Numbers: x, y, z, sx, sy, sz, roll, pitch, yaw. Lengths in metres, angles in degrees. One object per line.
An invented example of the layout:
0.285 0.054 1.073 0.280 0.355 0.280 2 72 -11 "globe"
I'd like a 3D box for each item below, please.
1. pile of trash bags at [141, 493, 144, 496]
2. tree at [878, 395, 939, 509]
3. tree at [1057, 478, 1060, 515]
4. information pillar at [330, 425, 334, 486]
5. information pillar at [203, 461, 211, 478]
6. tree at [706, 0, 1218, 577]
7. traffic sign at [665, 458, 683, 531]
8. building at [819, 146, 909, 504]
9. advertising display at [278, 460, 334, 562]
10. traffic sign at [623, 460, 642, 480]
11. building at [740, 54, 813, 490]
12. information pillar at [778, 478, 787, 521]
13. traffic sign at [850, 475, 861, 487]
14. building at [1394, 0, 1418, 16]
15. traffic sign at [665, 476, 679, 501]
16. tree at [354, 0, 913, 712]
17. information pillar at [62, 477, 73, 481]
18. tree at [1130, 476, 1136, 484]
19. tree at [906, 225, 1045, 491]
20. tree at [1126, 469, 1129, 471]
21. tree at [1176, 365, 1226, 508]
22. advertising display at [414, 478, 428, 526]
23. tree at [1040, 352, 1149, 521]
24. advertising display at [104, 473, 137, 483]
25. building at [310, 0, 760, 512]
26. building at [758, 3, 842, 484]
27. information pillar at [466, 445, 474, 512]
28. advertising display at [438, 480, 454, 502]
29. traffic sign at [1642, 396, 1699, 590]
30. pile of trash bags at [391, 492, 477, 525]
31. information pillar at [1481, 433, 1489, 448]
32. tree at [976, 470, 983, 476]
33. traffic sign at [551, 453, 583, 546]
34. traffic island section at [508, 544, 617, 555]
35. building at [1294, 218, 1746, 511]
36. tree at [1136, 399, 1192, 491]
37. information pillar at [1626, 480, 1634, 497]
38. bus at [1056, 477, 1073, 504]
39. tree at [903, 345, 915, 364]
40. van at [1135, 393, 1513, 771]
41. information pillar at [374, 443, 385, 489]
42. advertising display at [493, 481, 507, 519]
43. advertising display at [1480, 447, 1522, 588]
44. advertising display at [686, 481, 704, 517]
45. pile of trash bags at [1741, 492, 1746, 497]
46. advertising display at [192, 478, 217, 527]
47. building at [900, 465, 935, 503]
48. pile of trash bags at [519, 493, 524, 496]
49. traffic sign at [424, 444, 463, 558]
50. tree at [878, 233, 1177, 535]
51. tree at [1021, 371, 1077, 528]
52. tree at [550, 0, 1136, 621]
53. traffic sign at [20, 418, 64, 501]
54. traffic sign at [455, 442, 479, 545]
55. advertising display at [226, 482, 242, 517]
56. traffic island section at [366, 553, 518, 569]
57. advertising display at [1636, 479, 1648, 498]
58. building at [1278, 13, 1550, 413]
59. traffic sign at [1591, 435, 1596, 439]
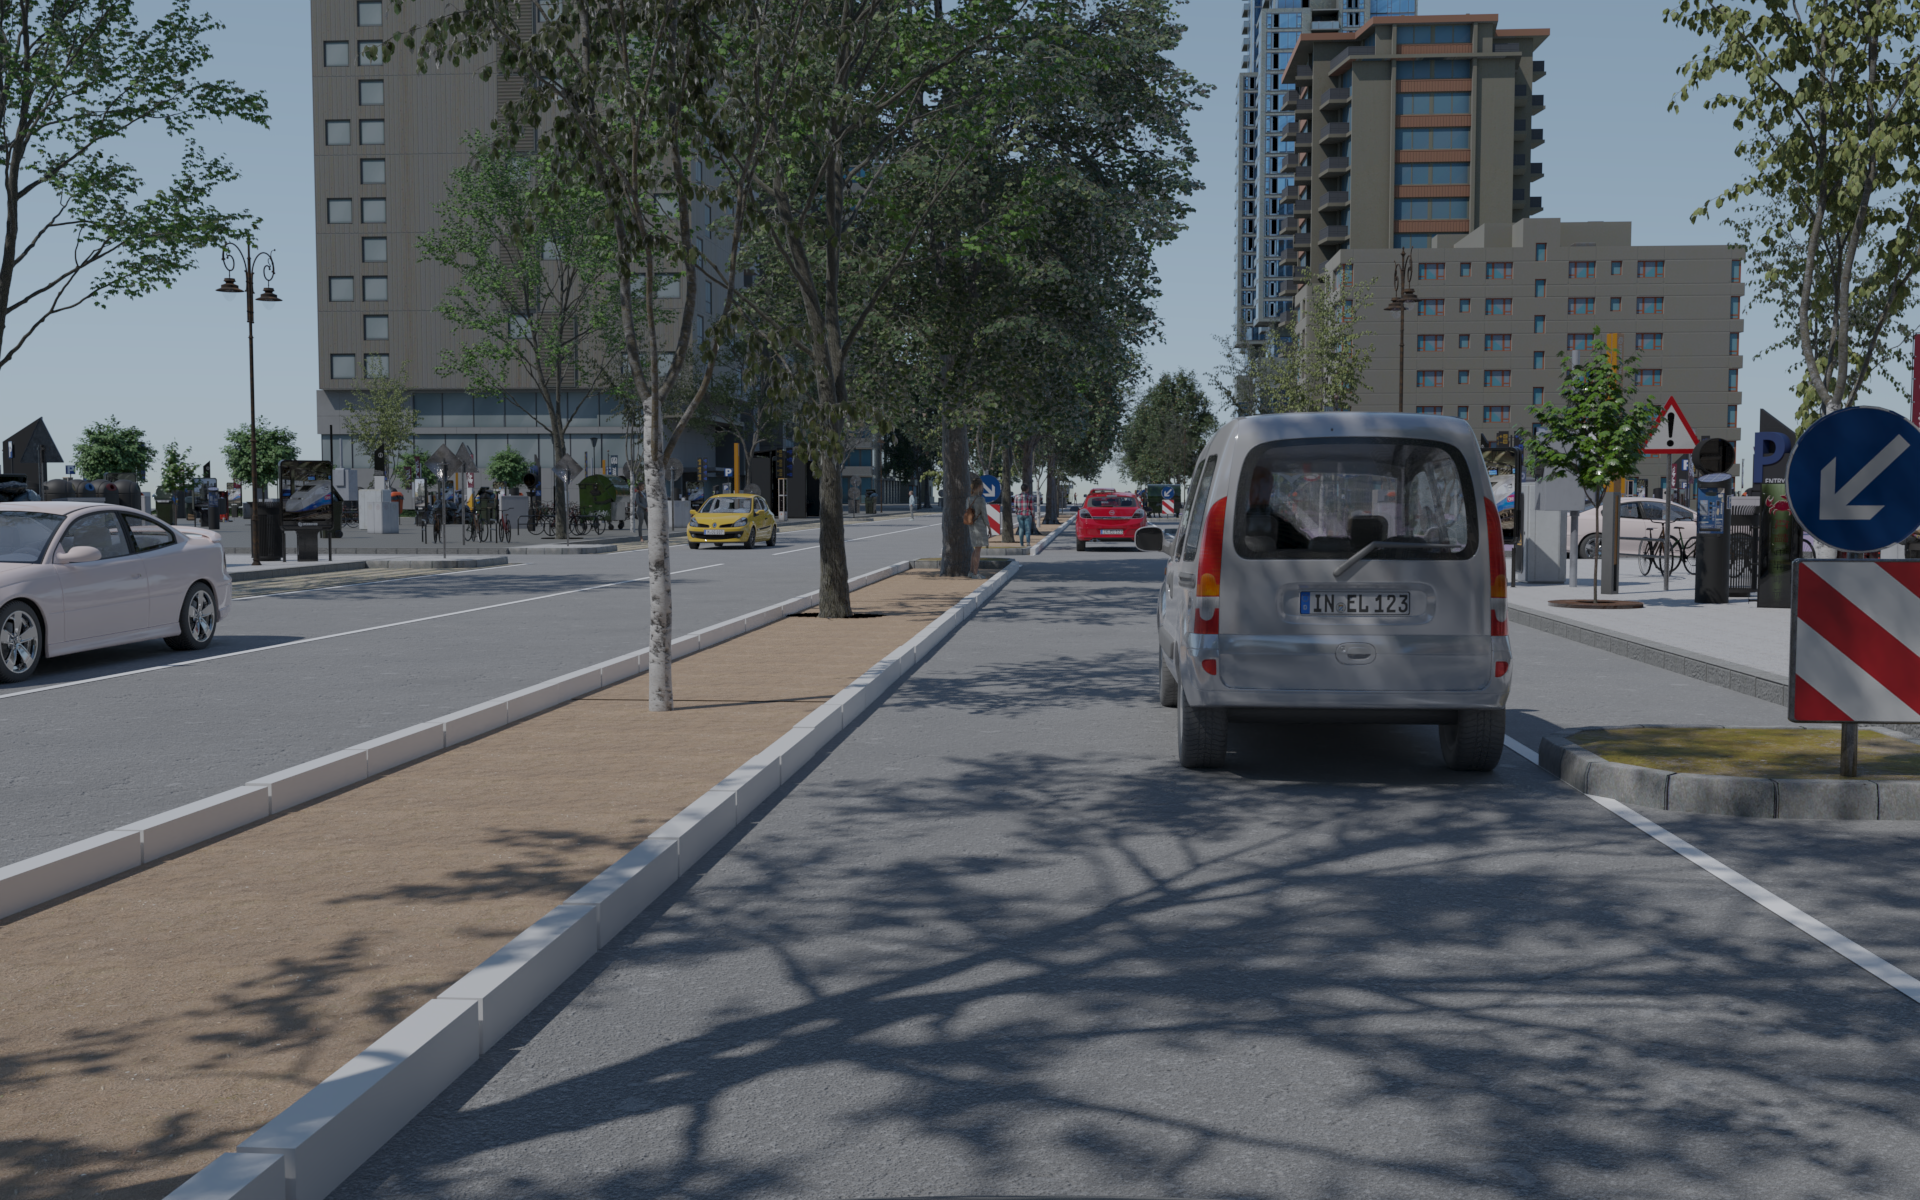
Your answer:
-44.093 -4.941 90.530 1.912 1.369 3.447 1 4 22 "pile of trash bags"
-3.296 -13.090 148.431 8.767 10.594 7.601 1 4 16 "tree"
6.327 -10.782 113.158 8.767 10.594 7.601 0 4 5 "tree"
-21.241 -4.113 58.604 0.183 3.616 0.504 -1 4 -19 "information pillar"
-52.121 -7.865 119.949 0.504 3.616 0.183 -1 4 -10 "information pillar"
-0.013 -7.371 29.621 9.857 13.997 8.962 0 3 0 "tree"
-10.016 -3.686 60.367 0.768 2.556 0.104 1 4 11 "traffic sign"
-19.370 -37.230 228.310 23.786 49.044 30.456 0 4 5 "building"
-12.390 -1.690 32.845 0.974 1.923 0.123 -3 4 -37 "advertising display"
-12.077 -3.899 63.859 0.768 2.556 0.104 1 4 11 "traffic sign"
-21.106 -28.735 153.415 14.154 41.232 14.086 0 4 5 "building"
-8.315 -4.699 81.319 0.304 2.012 0.304 2 4 26 "information pillar"
-7.079 -7.185 117.579 0.768 2.556 0.104 0 4 7 "traffic sign"
46.925 -55.721 223.712 22.319 86.520 31.000 0 4 5 "building"
-11.602 -4.258 69.718 0.768 2.556 0.104 1 4 13 "traffic sign"
-1.971 -3.552 10.900 4.360 8.622 3.978 0 3 0 "tree"
-38.739 -4.329 75.263 0.304 2.012 0.304 1 4 18 "information pillar"
20.964 -14.497 187.392 4.360 8.622 3.978 0 3 0 "tree"
0.593 -5.520 43.074 4.737 8.622 4.395 0 3 0 "tree"
27.837 -19.586 270.599 4.360 8.622 3.978 0 3 0 "tree"
19.475 -14.512 154.286 9.611 12.733 9.660 0 3 0 "tree"
-21.369 -3.882 68.680 0.123 1.923 0.974 -3 5 -41 "advertising display"
4.888 -11.014 92.901 12.009 13.543 11.850 0 3 0 "tree"
-25.444 -2.894 52.530 0.123 1.923 0.974 2 4 34 "advertising display"
-30.750 -33.235 132.638 28.713 52.752 27.495 0 4 5 "building"
-22.533 -44.796 170.669 20.563 71.187 20.611 0 4 5 "building"
-23.435 -5.594 82.823 0.183 3.616 0.504 -3 5 -42 "information pillar"
-23.598 -4.545 79.528 0.123 1.923 0.974 1 4 22 "advertising display"
9.423 -1.409 23.037 0.884 2.594 0.081 1 4 9 "traffic sign"
-22.376 -3.868 72.992 3.447 1.369 1.912 -3 5 -42 "pile of trash bags"
20.032 -4.578 66.210 0.183 3.616 0.504 -1 4 -14 "information pillar"
2.012 -14.300 217.518 4.285 4.588 4.351 0 3 0 "tree"
-9.612 -2.371 42.415 0.795 2.450 0.064 0 4 5 "traffic sign"
-9.636 -1.235 42.479 2.009 0.180 2.903 0 4 5 "traffic island section"
41.768 -17.780 135.735 27.650 21.520 28.899 0 4 5 "building"
16.583 -11.207 133.589 4.360 8.622 3.978 0 3 0 "tree"
35.873 -5.401 92.801 0.304 2.012 0.304 0 4 3 "information pillar"
14.441 -15.450 244.160 2.896 3.916 12.252 0 4 7 "bus"
0.369 -19.629 176.823 12.611 20.169 13.585 0 3 0 "tree"
2.070 -0.205 10.366 2.013 2.044 4.112 0 4 4 "van"
-26.618 -5.391 79.499 0.504 3.616 0.183 1 4 10 "information pillar"
-23.637 -5.122 88.961 0.974 1.923 0.123 3 4 37 "advertising display"
7.350 -1.154 24.086 0.123 1.923 0.974 -3 4 -37 "advertising display"
-13.452 -5.063 87.998 0.974 1.923 0.123 -3 4 -37 "advertising display"
42.794 -5.068 92.616 1.912 1.369 3.447 0 4 -5 "pile of trash bags"
-29.579 -3.831 67.853 0.123 1.923 0.974 3 4 39 "advertising display"
-18.984 -25.346 259.447 27.650 21.520 28.899 0 4 5 "building"
-28.622 -5.933 106.763 3.447 1.369 1.912 -1 4 -22 "pile of trash bags"
-10.266 -1.885 34.457 0.795 2.450 0.064 0 4 5 "traffic sign"
2.355 -8.604 60.132 9.611 12.733 9.660 0 3 0 "tree"
3.343 -7.363 73.209 4.360 8.622 3.978 0 3 0 "tree"
-1.547 -5.602 19.811 9.928 11.665 9.643 0 3 0 "tree"
-15.640 -1.804 29.497 0.884 2.594 0.081 1 4 14 "traffic sign"
-12.443 -2.652 43.364 0.884 2.594 0.081 1 4 14 "traffic sign"
-39.876 -5.504 95.200 0.974 1.923 0.123 1 4 20 "advertising display"
-10.290 -0.749 34.521 2.009 0.180 2.903 0 4 5 "traffic island section"
28.827 -4.159 73.208 0.123 1.923 0.974 0 4 1 "advertising display"
41.971 -31.150 163.934 22.147 44.769 28.867 0 4 5 "building"
9.754 -1.470 26.158 0.606 2.300 0.079 1 4 11 "traffic sign"
